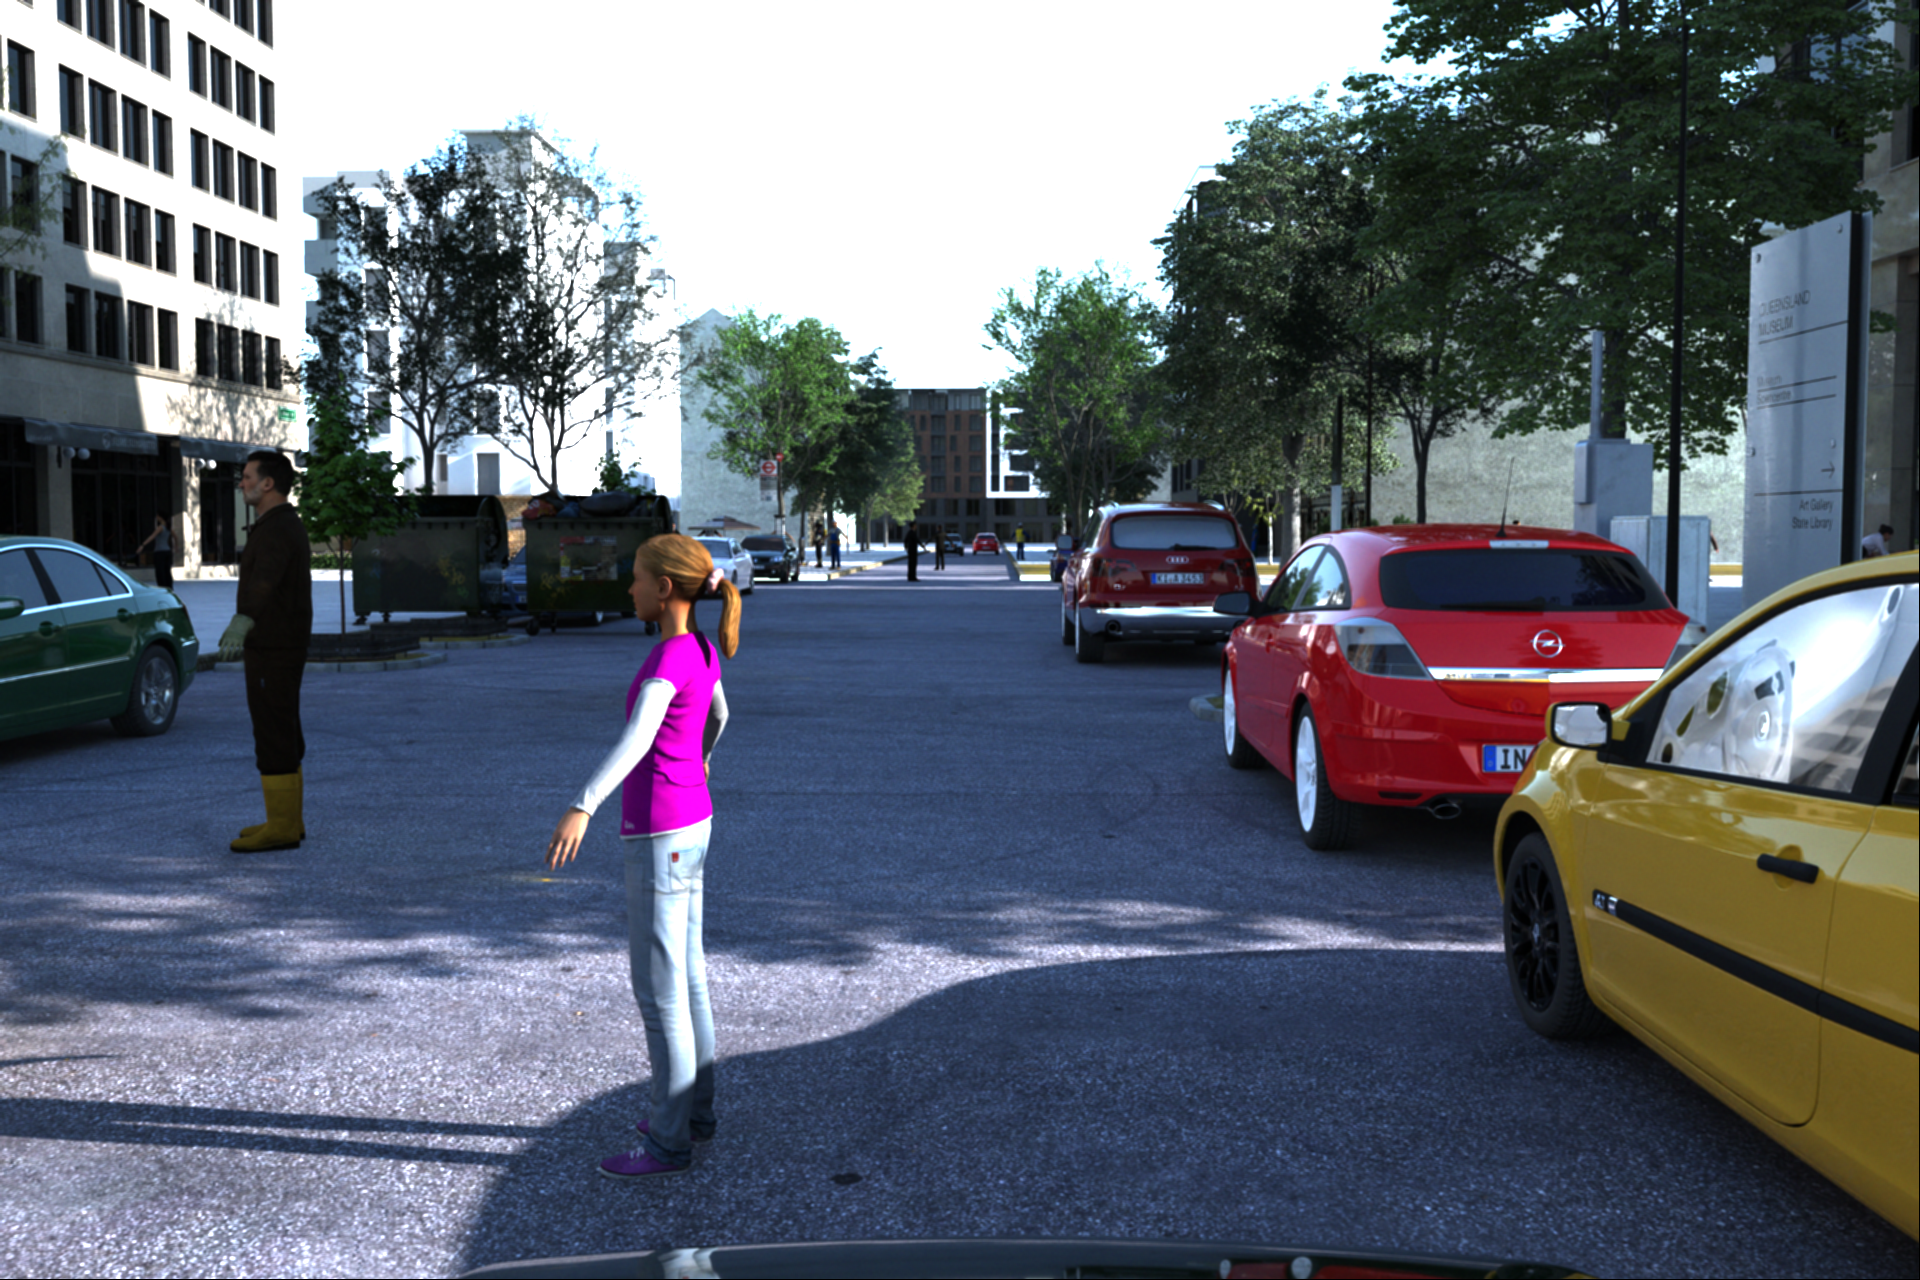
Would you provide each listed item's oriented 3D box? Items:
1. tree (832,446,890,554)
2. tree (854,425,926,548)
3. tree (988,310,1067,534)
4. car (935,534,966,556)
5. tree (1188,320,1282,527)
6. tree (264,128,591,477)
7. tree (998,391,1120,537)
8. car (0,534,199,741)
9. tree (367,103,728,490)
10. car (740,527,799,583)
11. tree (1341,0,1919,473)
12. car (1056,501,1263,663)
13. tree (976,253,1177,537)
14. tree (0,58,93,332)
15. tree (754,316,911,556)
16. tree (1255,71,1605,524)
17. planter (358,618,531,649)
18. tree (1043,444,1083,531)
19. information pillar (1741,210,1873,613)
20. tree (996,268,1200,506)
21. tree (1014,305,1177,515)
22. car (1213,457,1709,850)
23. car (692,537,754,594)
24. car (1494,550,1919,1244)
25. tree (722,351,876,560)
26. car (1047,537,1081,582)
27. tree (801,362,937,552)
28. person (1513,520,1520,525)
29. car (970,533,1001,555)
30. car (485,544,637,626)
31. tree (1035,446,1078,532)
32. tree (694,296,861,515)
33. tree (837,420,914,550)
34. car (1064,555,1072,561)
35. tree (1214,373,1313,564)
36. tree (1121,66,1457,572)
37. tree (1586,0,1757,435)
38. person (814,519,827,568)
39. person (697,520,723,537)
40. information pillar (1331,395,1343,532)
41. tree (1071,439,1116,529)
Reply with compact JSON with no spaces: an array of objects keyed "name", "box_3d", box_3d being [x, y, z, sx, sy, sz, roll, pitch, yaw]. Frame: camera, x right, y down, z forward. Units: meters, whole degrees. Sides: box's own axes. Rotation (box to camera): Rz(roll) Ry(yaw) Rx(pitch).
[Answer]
[{"name":"tree","box_3d":[-6.922,-9.752,109.814,4.737,8.622,4.395,0,3,0]},{"name":"tree","box_3d":[-7.111,-14.602,156.874,7.486,12.596,7.792,0,3,0]},{"name":"tree","box_3d":[8.292,-17.714,145.508,12.611,20.169,13.585,0,3,0]},{"name":"car","box_3d":[-0.612,-6.323,113.170,2.009,1.686,4.222,0,4,1]},{"name":"tree","box_3d":[9.255,-6.612,58.475,4.737,8.622,4.395,0,3,0]},{"name":"tree","box_3d":[-11.821,-6.405,39.128,7.601,10.594,8.767,-3,5,-41]},{"name":"tree","box_3d":[7.688,-12.537,115.351,12.009,13.543,11.850,0,3,0]},{"name":"car","box_3d":[-6.632,0.051,10.972,2.131,1.459,4.920,0,4,1]},{"name":"tree","box_3d":[-12.012,-8.570,50.495,12.009,13.543,11.850,0,3,0]},{"name":"car","box_3d":[-5.825,-2.563,51.697,2.009,1.686,4.222,0,4,1]},{"name":"tree","box_3d":[8.798,-6.419,23.084,7.486,12.596,7.792,0,3,0]},{"name":"car","box_3d":[2.317,-0.742,20.802,2.281,1.827,5.304,0,4,1]},{"name":"tree","box_3d":[4.369,-8.546,65.488,9.928,11.665,9.643,0,3,0]},{"name":"tree","box_3d":[-12.871,-4.224,19.417,4.360,8.622,3.978,0,3,0]},{"name":"tree","box_3d":[-7.542,-11.881,100.913,9.857,13.997,8.962,0,3,0]},{"name":"tree","box_3d":[9.401,-6.213,36.001,7.601,10.594,8.767,-2,4,-33]},{"name":"planter","box_3d":[-6.690,-0.083,22.498,1.991,0.319,1.994,0,4,1]},{"name":"tree","box_3d":[8.532,-11.186,133.245,4.737,8.622,4.395,0,3,0]},{"name":"information pillar","box_3d":[6.542,-1.355,13.466,0.184,3.620,1.656,0,4,1]},{"name":"tree","box_3d":[6.775,-10.446,81.164,12.009,13.543,11.850,0,3,0]},{"name":"tree","box_3d":[7.433,-11.391,92.894,9.857,13.997,8.962,0,3,0]},{"name":"car","box_3d":[2.495,-0.016,9.309,2.155,1.783,4.494,0,4,2]},{"name":"car","box_3d":[-5.880,-1.682,39.861,2.083,1.381,4.827,0,4,1]},{"name":"car","box_3d":[2.473,0.394,3.776,2.015,1.641,3.980,0,3,0]},{"name":"tree","box_3d":[-7.894,-9.199,84.824,8.767,10.594,7.601,1,4,11]},{"name":"car","box_3d":[3.641,-2.448,52.600,1.945,1.354,3.894,0,4,1]},{"name":"tree","box_3d":[-6.835,-13.017,123.202,12.009,13.543,11.850,0,3,0]},{"name":"person","box_3d":[18.625,-3.120,57.728,0.721,1.740,1.216,0,4,0]},{"name":"car","box_3d":[1.786,-6.756,119.501,2.155,1.783,4.494,0,4,0]},{"name":"car","box_3d":[-6.442,-1.006,28.458,2.014,1.417,4.499,0,4,1]},{"name":"tree","box_3d":[7.739,-10.780,126.618,4.737,8.622,4.395,0,3,0]},{"name":"tree","box_3d":[-7.986,-9.217,76.460,9.928,11.665,9.643,0,3,0]},{"name":"tree","box_3d":[-7.252,-13.043,139.011,9.928,11.665,9.643,0,3,0]},{"name":"car","box_3d":[3.084,-1.469,34.247,2.015,1.641,3.980,0,4,1]},{"name":"tree","box_3d":[12.923,-7.476,72.598,4.737,8.622,4.395,0,3,0]},{"name":"tree","box_3d":[9.218,-8.674,48.467,9.857,13.997,8.962,0,3,0]},{"name":"tree","box_3d":[26.649,-12.417,58.901,12.611,20.169,13.585,0,3,0]},{"name":"person","box_3d":[-5.380,-3.664,65.683,0.705,1.856,1.354,0,4,0]},{"name":"person","box_3d":[-9.789,-3.770,67.782,1.345,1.843,0.704,-1,4,-12]},{"name":"information pillar","box_3d":[6.409,-2.332,29.486,0.183,3.616,0.504,0,4,1]},{"name":"tree","box_3d":[7.516,-9.540,106.334,4.737,8.622,4.395,0,3,0]}]
